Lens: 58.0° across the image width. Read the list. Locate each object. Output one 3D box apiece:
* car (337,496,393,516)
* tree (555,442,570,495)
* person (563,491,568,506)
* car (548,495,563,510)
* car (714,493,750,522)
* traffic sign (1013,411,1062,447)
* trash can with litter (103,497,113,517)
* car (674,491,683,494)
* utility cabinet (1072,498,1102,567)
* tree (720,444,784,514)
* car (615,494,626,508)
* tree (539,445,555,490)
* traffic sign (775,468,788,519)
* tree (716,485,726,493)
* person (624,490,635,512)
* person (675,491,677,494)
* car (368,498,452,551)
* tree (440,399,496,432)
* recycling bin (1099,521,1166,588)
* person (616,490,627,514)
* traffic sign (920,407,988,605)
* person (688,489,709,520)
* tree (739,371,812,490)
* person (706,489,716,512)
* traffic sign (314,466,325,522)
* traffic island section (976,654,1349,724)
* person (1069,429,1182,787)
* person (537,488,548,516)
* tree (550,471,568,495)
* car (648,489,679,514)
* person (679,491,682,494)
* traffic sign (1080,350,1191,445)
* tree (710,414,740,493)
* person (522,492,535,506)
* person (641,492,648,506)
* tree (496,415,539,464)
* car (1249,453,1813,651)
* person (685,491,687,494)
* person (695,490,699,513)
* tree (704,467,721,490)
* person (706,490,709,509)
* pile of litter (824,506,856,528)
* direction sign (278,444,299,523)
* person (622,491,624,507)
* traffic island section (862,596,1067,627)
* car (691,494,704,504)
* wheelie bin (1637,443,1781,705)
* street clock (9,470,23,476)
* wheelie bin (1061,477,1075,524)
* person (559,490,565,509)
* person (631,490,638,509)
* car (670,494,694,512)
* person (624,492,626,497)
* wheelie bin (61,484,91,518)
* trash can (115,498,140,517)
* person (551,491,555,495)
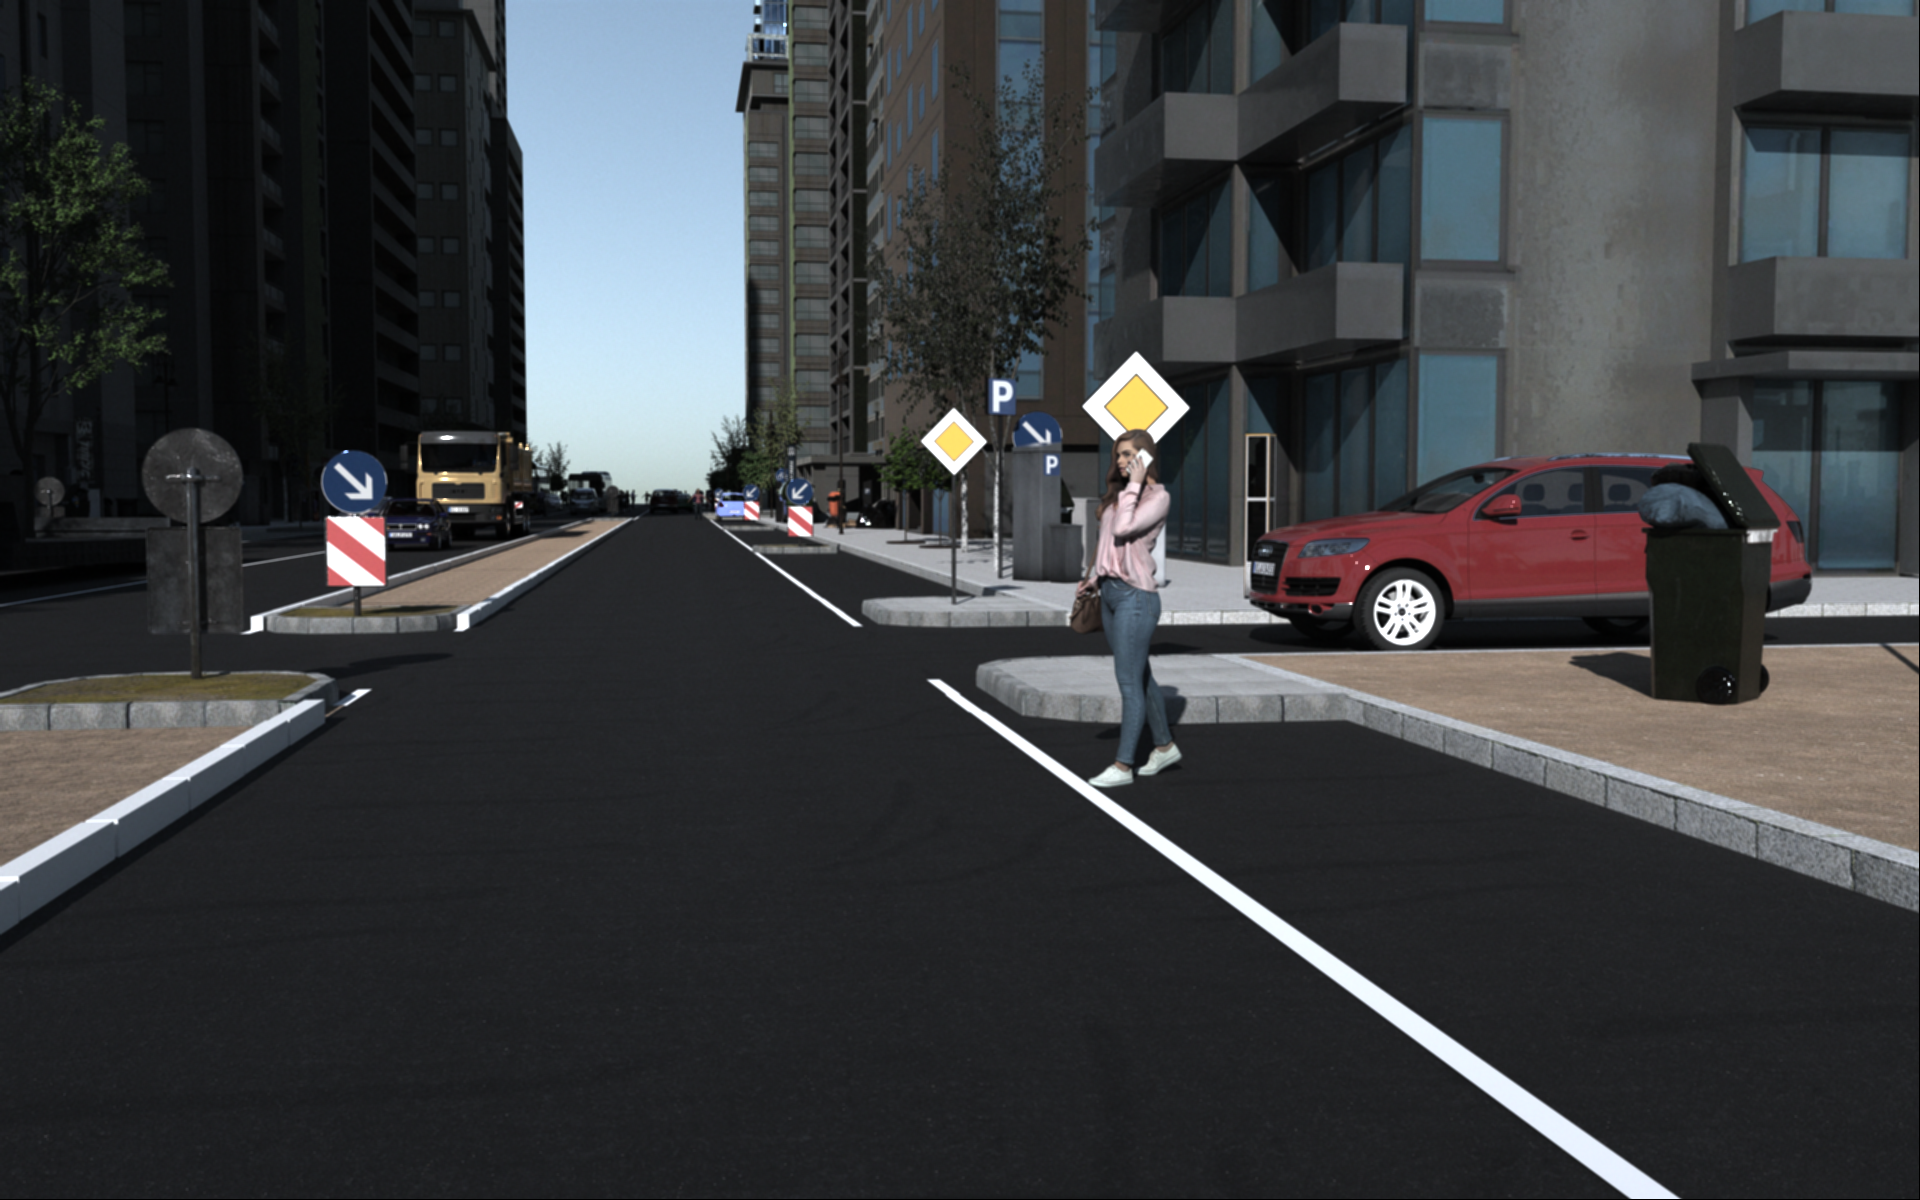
[{"bbox_3d":[-20.402,-2.913,59.996,2.083,1.381,4.827,-1,4,-11],"label":"car"},{"bbox_3d":[-55.825,-17.654,239.003,4.737,8.622,4.395,0,3,0],"label":"tree"},{"bbox_3d":[-46.660,-12.036,205.367,0.705,1.814,1.350,2,4,34],"label":"person"},{"bbox_3d":[-36.062,-8.581,152.661,2.083,1.381,4.827,-1,4,-10],"label":"car"},{"bbox_3d":[-12.056,-5.025,91.745,1.945,1.707,3.694,-1,4,-10],"label":"car"},{"bbox_3d":[1.191,-1.633,26.808,0.768,2.556,0.104,0,4,-3],"label":"traffic sign"},{"bbox_3d":[-29.815,-2.993,60.315,0.624,1.170,1.055,-1,4,-21],"label":"trash can with litter"},{"bbox_3d":[-32.308,-11.511,196.874,2.281,1.827,5.304,0,4,-8],"label":"car"},{"bbox_3d":[2.268,-1.206,30.875,0.306,1.237,1.020,1,4,20],"label":"utility cabinet"},{"bbox_3d":[-12.836,-7.840,111.899,4.285,4.588,4.351,0,3,0],"label":"tree"},{"bbox_3d":[-36.036,-10.575,182.685,2.009,1.686,4.222,0,4,-8],"label":"car"},{"bbox_3d":[-47.649,-14.543,188.146,4.737,8.622,4.395,0,3,0],"label":"tree"},{"bbox_3d":[-8.666,-5.189,84.946,0.768,2.556,0.104,0,4,-3],"label":"traffic sign"},{"bbox_3d":[-27.489,-12.612,200.813,1.663,3.219,1.824,0,3,0],"label":"tree"},{"bbox_3d":[-26.883,-8.012,140.213,1.217,1.735,0.721,1,4,15],"label":"person"},{"bbox_3d":[-27.415,-9.661,167.011,0.990,1.755,0.434,1,4,10],"label":"person"},{"bbox_3d":[-14.113,-1.952,44.491,1.945,1.354,3.894,-1,4,-10],"label":"car"},{"bbox_3d":[-39.109,-11.338,135.735,4.737,8.622,4.395,0,3,0],"label":"tree"},{"bbox_3d":[2.381,-0.697,23.949,0.722,1.027,0.722,-1,4,-18],"label":"recycling bin"},{"bbox_3d":[-24.616,-7.110,125.464,0.721,1.736,1.217,3,5,42],"label":"person"},{"bbox_3d":[-0.074,-1.003,20.046,0.795,2.450,0.064,-1,4,-9],"label":"traffic sign"},{"bbox_3d":[-14.708,-5.392,97.377,1.217,1.743,0.721,-1,4,-9],"label":"person"},{"bbox_3d":[-10.743,-9.394,103.955,4.737,8.622,4.395,0,3,0],"label":"tree"},{"bbox_3d":[-19.706,-7.945,138.335,1.348,1.831,0.705,2,4,33],"label":"person"},{"bbox_3d":[-29.335,-4.866,79.661,0.768,2.556,0.104,0,4,-1],"label":"traffic sign"},{"bbox_3d":[1.247,0.614,12.248,2.009,0.180,2.903,-1,4,-9],"label":"traffic island section"},{"bbox_3d":[0.889,0.028,8.628,0.643,1.750,0.593,-1,4,-22],"label":"person"},{"bbox_3d":[-27.190,-6.384,112.747,0.709,1.838,0.599,0,4,3],"label":"person"},{"bbox_3d":[-56.915,-15.909,243.824,4.285,4.588,4.351,0,3,0],"label":"tree"},{"bbox_3d":[-22.013,-7.336,128.621,2.281,1.827,5.304,-1,4,-11],"label":"car"},{"bbox_3d":[-28.784,-10.377,178.950,0.721,1.735,1.217,0,4,6],"label":"person"},{"bbox_3d":[1.225,-0.521,12.167,0.795,2.450,0.064,-1,4,-9],"label":"traffic sign"},{"bbox_3d":[-20.615,-12.712,158.203,4.737,8.622,4.395,0,3,0],"label":"tree"},{"bbox_3d":[-23.522,-5.193,94.198,0.721,1.735,1.217,1,4,19],"label":"person"},{"bbox_3d":[-36.611,-11.813,202.356,1.217,1.736,0.721,-2,4,-25],"label":"person"},{"bbox_3d":[-42.730,-12.891,161.134,4.737,8.622,4.395,0,3,0],"label":"tree"},{"bbox_3d":[5.390,-0.483,16.576,5.304,1.827,2.281,-1,4,-10],"label":"car"},{"bbox_3d":[-25.523,-9.321,161.426,1.217,1.766,0.721,1,4,21],"label":"person"},{"bbox_3d":[-20.240,-7.612,133.751,0.445,1.727,0.742,0,4,-7],"label":"person"},{"bbox_3d":[-24.324,-12.167,182.642,4.285,4.588,4.351,0,3,0],"label":"tree"},{"bbox_3d":[-24.615,-9.803,168.796,0.705,1.823,1.348,-1,4,-9],"label":"person"},{"bbox_3d":[-4.437,-3.225,66.694,1.719,0.858,1.176,-1,4,-10],"label":"pile of litter"},{"bbox_3d":[-30.221,-5.262,78.031,0.876,3.537,0.379,-2,4,-31],"label":"direction sign"},{"bbox_3d":[-37.041,-11.116,190.797,0.434,1.755,0.990,0,4,-5],"label":"person"},{"bbox_3d":[-0.052,0.132,20.127,2.009,0.180,2.903,-1,4,-9],"label":"traffic island section"},{"bbox_3d":[-36.506,-14.139,240.757,1.945,1.707,3.694,0,4,-8],"label":"car"},{"bbox_3d":[4.647,-0.177,10.810,0.693,1.594,0.980,3,5,42],"label":"wheelie bin"},{"bbox_3d":[-27.976,-2.870,51.503,0.471,2.002,0.358,0,4,6],"label":"street clock"},{"bbox_3d":[1.347,-1.208,27.662,0.980,1.594,0.693,-3,5,-39],"label":"wheelie bin"},{"bbox_3d":[-38.108,-9.612,165.676,0.705,1.822,1.348,1,4,21],"label":"person"},{"bbox_3d":[-31.795,-9.834,169.156,0.599,1.838,0.709,-2,4,-35],"label":"person"},{"bbox_3d":[-22.206,-7.907,138.079,1.959,1.807,4.718,-1,4,-11],"label":"car"},{"bbox_3d":[-45.938,-13.932,237.213,0.530,1.710,0.541,0,4,-2],"label":"person"},{"bbox_3d":[-26.556,-2.701,52.077,0.693,1.594,0.980,-3,5,-44],"label":"wheelie bin"},{"bbox_3d":[-27.553,-2.794,57.328,0.748,1.137,0.748,0,3,0],"label":"trash can"},{"bbox_3d":[-48.434,-12.069,205.928,0.705,1.812,1.348,3,4,37],"label":"person"}]
